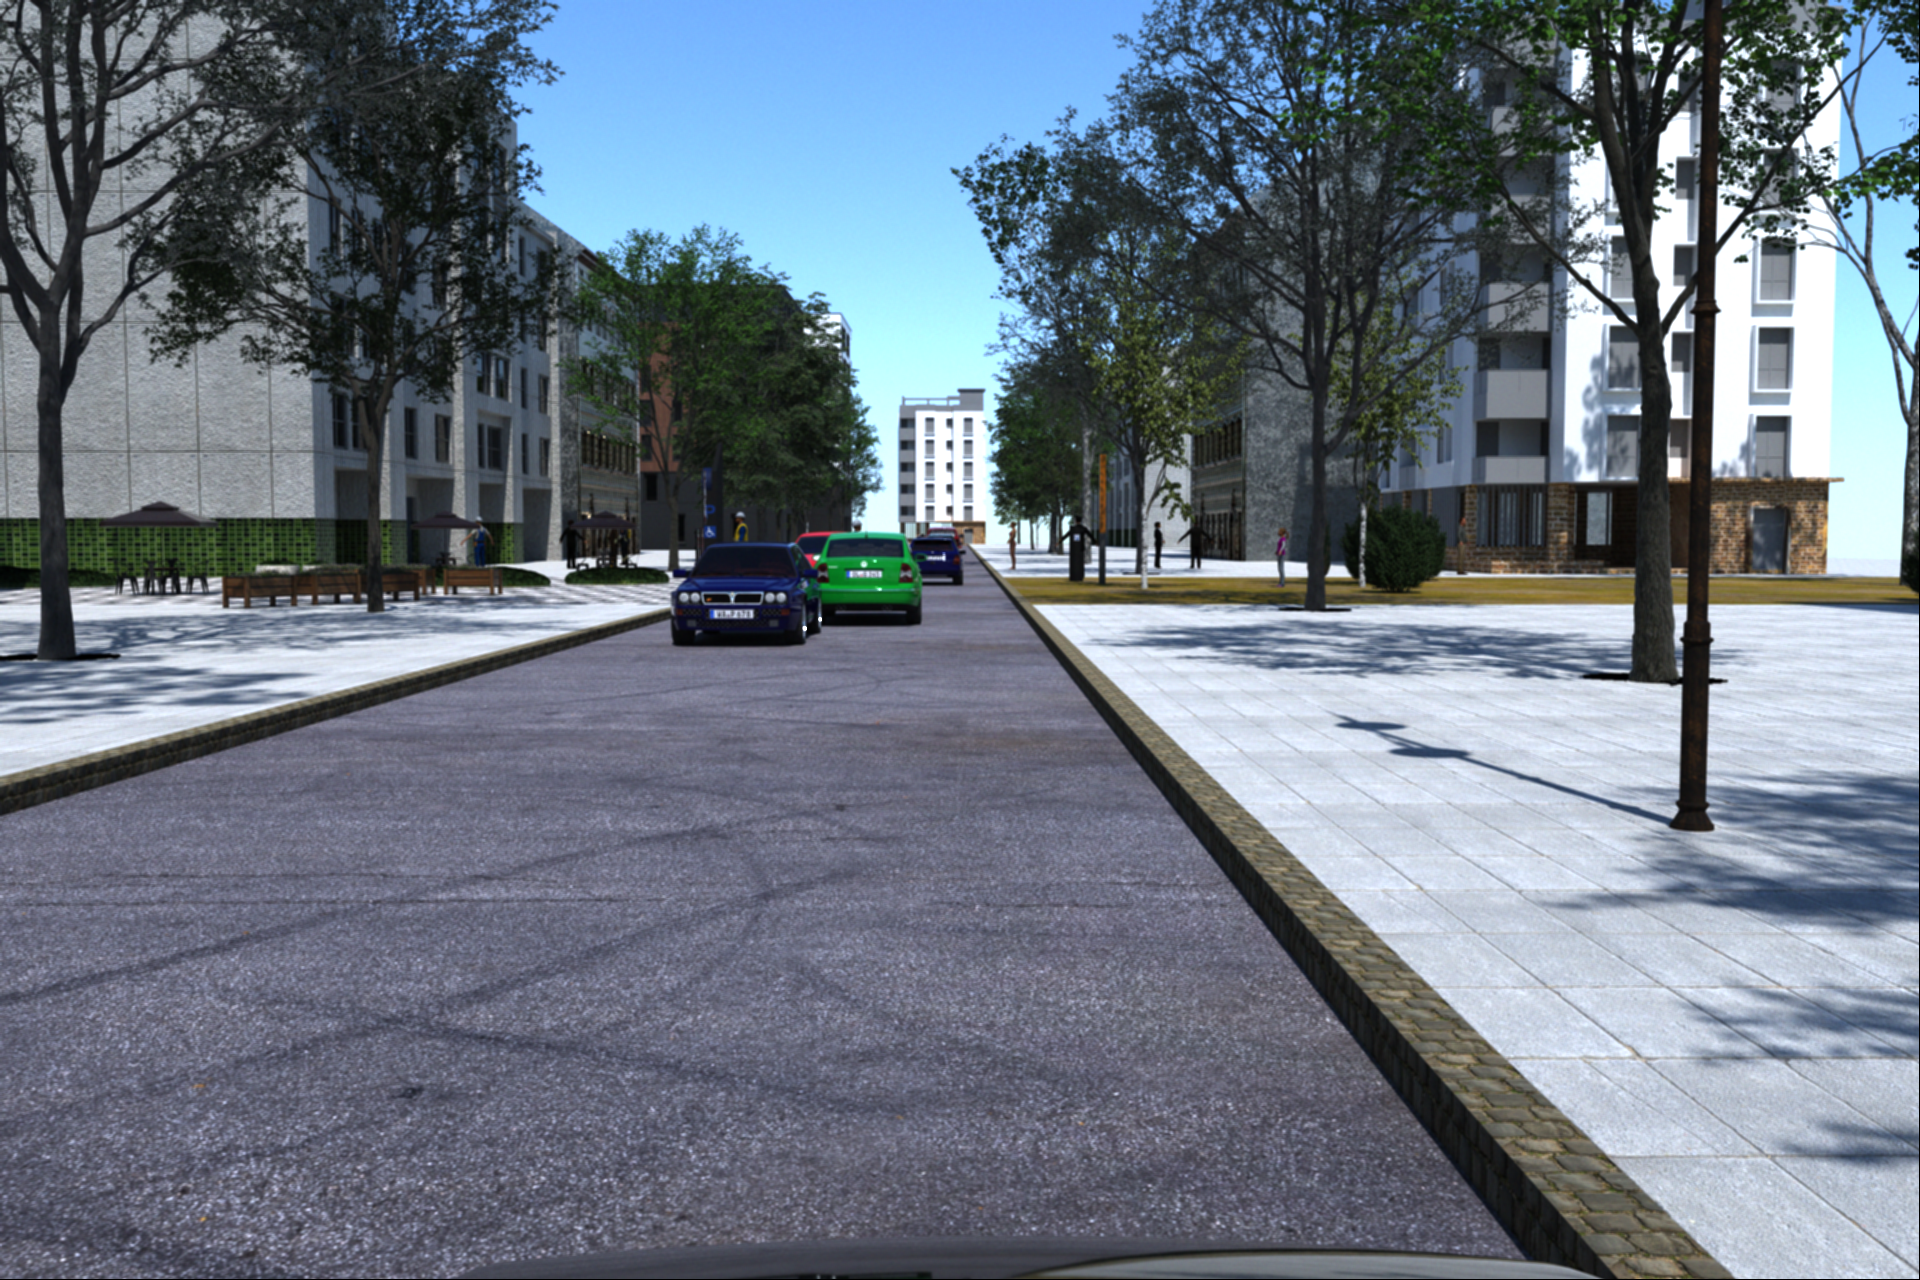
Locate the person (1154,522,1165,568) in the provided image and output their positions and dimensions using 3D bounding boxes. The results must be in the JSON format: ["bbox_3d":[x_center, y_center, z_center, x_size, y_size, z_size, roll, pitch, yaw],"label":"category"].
[{"bbox_3d":[7.483,-3.550,64.770,0.721,1.740,1.216,0,4,-5],"label":"person"}]

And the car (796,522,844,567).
[{"bbox_3d":[-2.732,-1.673,36.389,2.155,1.783,4.494,0,4,0],"label":"car"}]

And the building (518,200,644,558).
[{"bbox_3d":[-29.489,-16.463,100.091,19.493,23.208,18.063,0,4,-1],"label":"building"}]

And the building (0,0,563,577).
[{"bbox_3d":[-27.446,-12.243,66.636,16.747,18.905,31.486,0,4,0],"label":"building"}]

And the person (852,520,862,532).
[{"bbox_3d":[-2.365,-1.977,41.253,0.721,1.772,1.216,-2,4,-33],"label":"person"}]

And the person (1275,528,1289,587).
[{"bbox_3d":[7.721,-1.998,41.938,0.599,1.433,0.991,0,4,5],"label":"person"}]

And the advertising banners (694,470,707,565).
[{"bbox_3d":[-6.982,-3.091,46.732,0.090,3.025,2.074,0,3,0],"label":"advertising banners"}]

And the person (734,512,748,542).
[{"bbox_3d":[-5.525,-2.290,43.415,0.705,1.833,1.349,-1,4,-9],"label":"person"}]

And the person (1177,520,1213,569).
[{"bbox_3d":[8.762,-3.558,64.398,1.346,1.802,0.704,0,4,-4],"label":"person"}]

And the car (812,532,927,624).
[{"bbox_3d":[-1.523,-1.227,28.857,1.959,1.807,4.718,0,4,-1],"label":"car"}]

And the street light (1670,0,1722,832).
[{"bbox_3d":[3.190,-2.115,7.370,0.468,5.910,1.993,0,4,0],"label":"street light"}]

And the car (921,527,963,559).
[{"bbox_3d":[-0.945,-5.058,91.368,2.281,1.827,5.304,0,4,-1],"label":"car"}]

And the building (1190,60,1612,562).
[{"bbox_3d":[22.471,-15.799,89.243,19.493,23.208,18.063,0,3,0],"label":"building"}]

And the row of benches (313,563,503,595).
[{"bbox_3d":[-11.825,-1.300,36.721,4.104,0.672,1.422,0,4,3],"label":"row of benches"}]

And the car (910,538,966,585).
[{"bbox_3d":[-0.794,-2.269,49.683,1.945,1.354,3.894,0,4,-1],"label":"car"}]

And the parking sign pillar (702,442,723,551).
[{"bbox_3d":[-7.183,-3.786,50.371,1.447,3.967,1.447,0,4,0],"label":"parking sign pillar"}]

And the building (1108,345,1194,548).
[{"bbox_3d":[24.404,-18.613,170.785,16.747,18.905,31.486,0,3,0],"label":"building"}]

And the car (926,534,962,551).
[{"bbox_3d":[-0.899,-4.257,79.387,2.009,1.686,4.222,0,4,0],"label":"car"}]

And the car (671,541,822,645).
[{"bbox_3d":[-2.867,-0.679,23.684,1.945,1.354,3.894,0,3,0],"label":"car"}]

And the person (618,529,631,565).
[{"bbox_3d":[-13.833,-4.005,71.255,0.705,1.856,1.354,1,4,14],"label":"person"}]

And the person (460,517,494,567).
[{"bbox_3d":[-15.685,-3.094,56.448,0.705,1.847,1.347,2,4,35],"label":"person"}]

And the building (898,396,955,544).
[{"bbox_3d":[-7.848,-22.674,229.592,11.380,20.090,16.016,1,4,9],"label":"building"}]

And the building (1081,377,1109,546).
[{"bbox_3d":[23.610,-20.538,202.256,16.747,18.905,31.486,0,3,0],"label":"building"}]

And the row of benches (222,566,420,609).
[{"bbox_3d":[-11.550,-0.995,31.733,1.422,0.672,4.104,2,4,29],"label":"row of benches"}]

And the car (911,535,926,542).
[{"bbox_3d":[-2.525,-6.903,125.449,1.945,1.354,3.894,0,4,0],"label":"car"}]

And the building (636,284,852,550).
[{"bbox_3d":[-24.929,-19.215,158.132,27.936,21.610,32.646,0,4,0],"label":"building"}]

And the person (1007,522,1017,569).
[{"bbox_3d":[1.846,-3.435,62.958,0.721,1.733,1.217,1,4,9],"label":"person"}]

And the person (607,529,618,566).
[{"bbox_3d":[-13.366,-3.704,66.694,0.704,1.812,1.346,-2,4,-26],"label":"person"}]

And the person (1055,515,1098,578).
[{"bbox_3d":[3.413,-2.704,50.139,1.347,1.837,0.705,-1,4,-21],"label":"person"}]

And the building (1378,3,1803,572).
[{"bbox_3d":[21.971,-12.944,68.055,16.016,20.090,11.380,0,3,0],"label":"building"}]

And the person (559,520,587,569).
[{"bbox_3d":[-14.323,-3.532,63.935,1.347,1.806,0.705,2,4,31],"label":"person"}]

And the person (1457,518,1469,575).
[{"bbox_3d":[15.867,-2.962,54.694,0.705,1.796,1.348,2,4,25],"label":"person"}]
